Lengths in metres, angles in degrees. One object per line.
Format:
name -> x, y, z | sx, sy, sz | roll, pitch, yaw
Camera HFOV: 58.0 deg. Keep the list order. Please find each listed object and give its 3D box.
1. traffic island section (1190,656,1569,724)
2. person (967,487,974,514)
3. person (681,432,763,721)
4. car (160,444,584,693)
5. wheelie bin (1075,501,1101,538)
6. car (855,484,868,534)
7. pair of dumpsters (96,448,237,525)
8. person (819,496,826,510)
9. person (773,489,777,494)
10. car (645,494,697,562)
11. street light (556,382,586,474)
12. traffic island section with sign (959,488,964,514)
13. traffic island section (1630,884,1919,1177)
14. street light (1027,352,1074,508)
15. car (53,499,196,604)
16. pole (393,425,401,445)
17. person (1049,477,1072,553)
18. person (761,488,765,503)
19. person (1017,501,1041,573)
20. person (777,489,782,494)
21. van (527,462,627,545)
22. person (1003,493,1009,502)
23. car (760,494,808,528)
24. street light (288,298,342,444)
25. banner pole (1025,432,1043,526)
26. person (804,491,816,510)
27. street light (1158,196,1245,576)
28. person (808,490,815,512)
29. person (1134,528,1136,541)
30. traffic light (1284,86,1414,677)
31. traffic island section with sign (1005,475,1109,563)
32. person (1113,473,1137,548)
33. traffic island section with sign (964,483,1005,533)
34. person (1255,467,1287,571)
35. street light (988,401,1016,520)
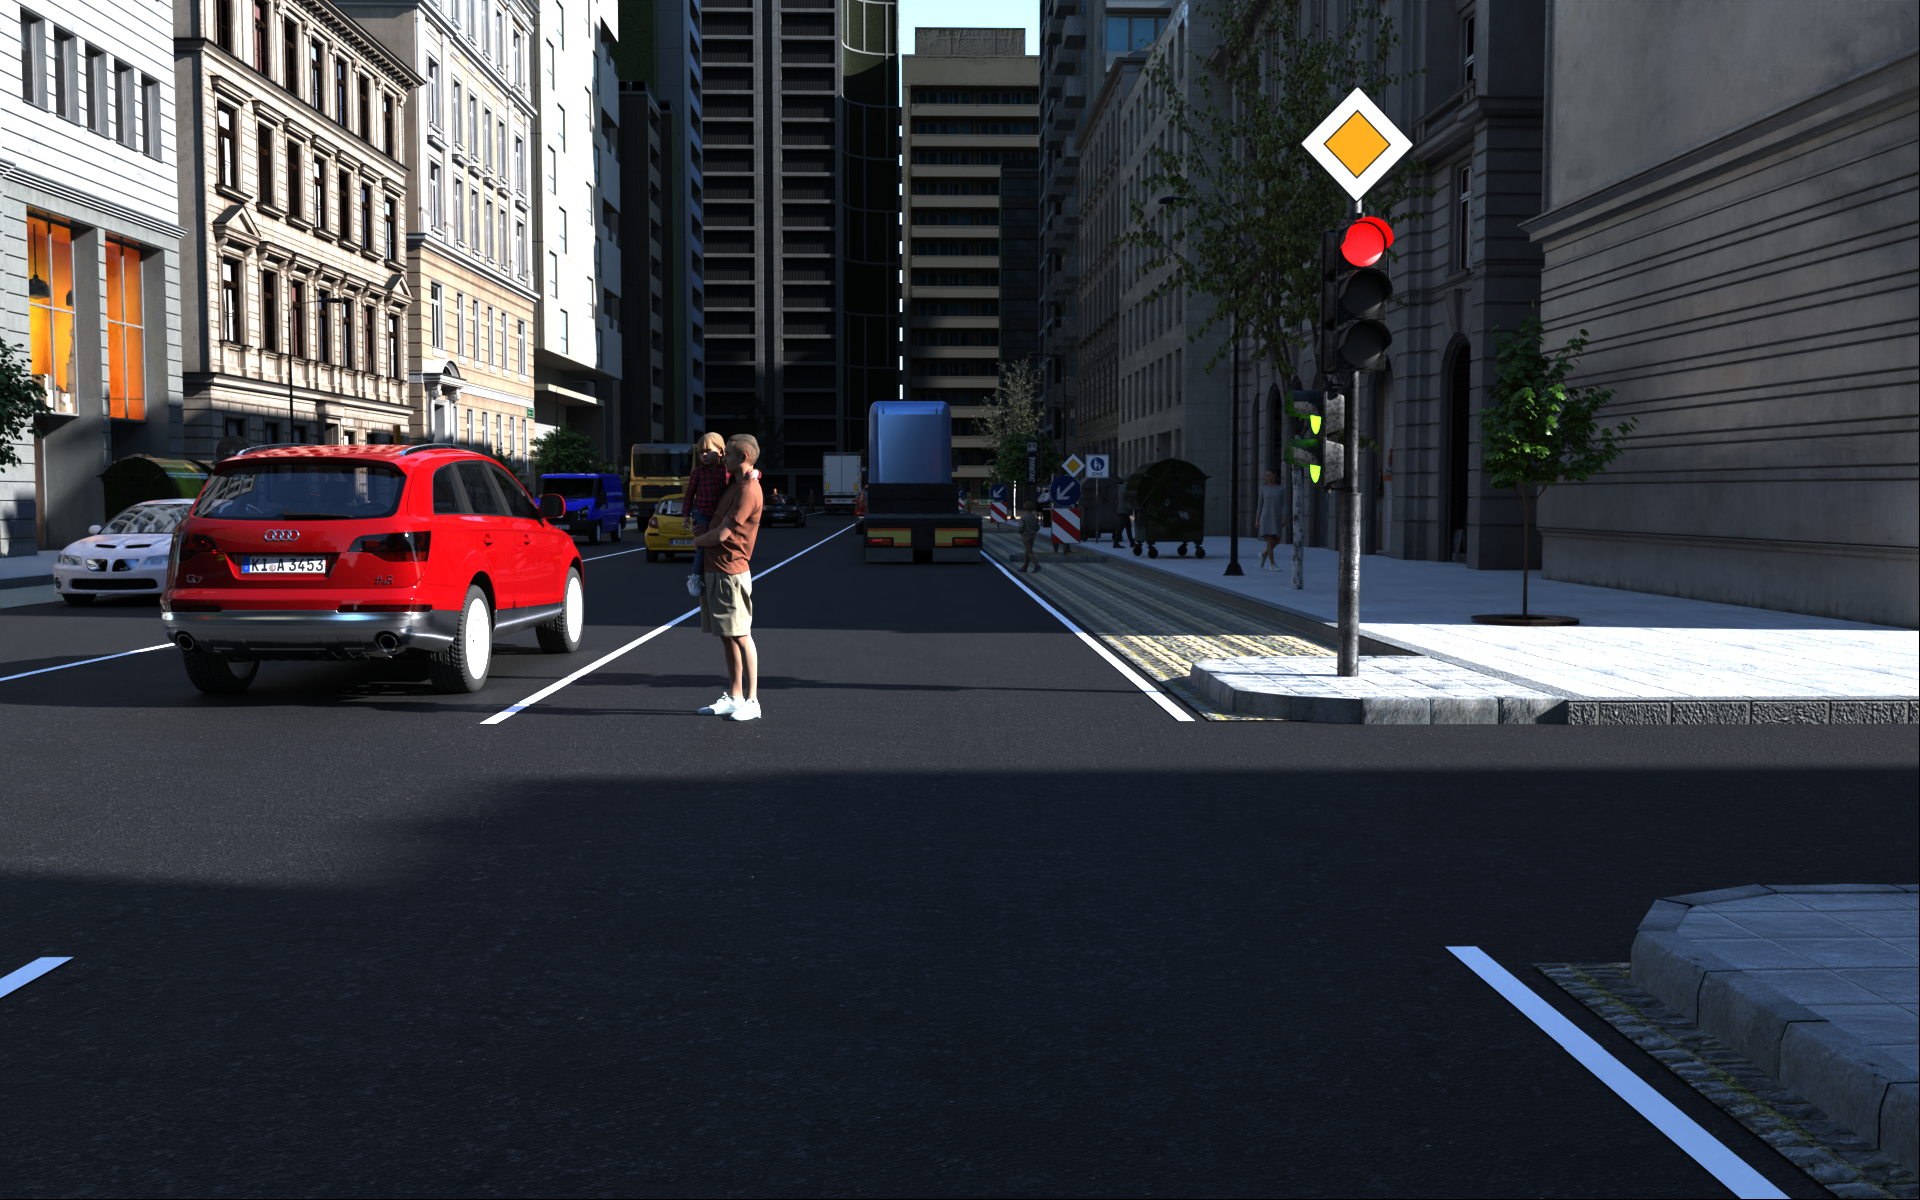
traffic island section -> 2.757, 0.615, 12.219 | 2.009, 0.180, 2.903 | 0, 4, -2
person -> 0.585, -5.787, 103.122 | 0.705, 1.824, 1.348 | -1, 4, -11
person -> -1.503, -0.165, 11.167 | 0.580, 1.828, 0.573 | 1, 4, 17
car -> -4.482, -0.326, 14.011 | 2.281, 1.827, 5.304 | 0, 3, 0
wheelie bin -> 3.762, -2.608, 50.555 | 0.693, 1.594, 0.980 | -3, 5, -41
car -> -2.725, -3.337, 63.229 | 2.281, 1.827, 5.304 | 0, 4, 0
pair of dumpsters -> -15.723, -1.985, 34.949 | 1.574, 2.255, 4.437 | 0, 4, -1
person -> -11.852, -8.784, 152.832 | 1.217, 1.743, 0.721 | 1, 4, 18
person -> -10.418, -5.380, 97.185 | 1.217, 1.743, 0.721 | 1, 4, 13
car -> -5.784, -1.690, 37.854 | 2.015, 1.641, 3.980 | 0, 4, -1
street light -> -16.125, -6.062, 71.656 | 1.470, 5.913, 1.316 | 0, 4, -2
traffic island section with sign -> -0.162, -6.475, 114.502 | 1.989, 1.847, 2.006 | 0, 4, -2
traffic island section -> 2.985, 1.104, 4.237 | 2.009, 0.180, 2.903 | 0, 4, -2
street light -> 2.898, -5.153, 56.785 | 1.470, 5.913, 1.316 | 0, 4, -2
car -> -10.843, -0.723, 24.177 | 2.083, 1.381, 4.827 | 0, 4, -3
pole -> -16.657, -3.515, 51.313 | 0.158, 3.312, 0.155 | 0, 3, 0
person -> 2.455, -2.024, 41.392 | 0.655, 1.846, 0.447 | -2, 4, -23
person -> -9.479, -4.454, 81.715 | 0.661, 1.777, 0.834 | 3, 5, 44
person -> 1.234, -1.137, 31.357 | 0.640, 1.303, 0.475 | 3, 5, 43
person -> -10.452, -5.639, 101.411 | 0.721, 1.735, 1.217 | -1, 4, -10
van -> -11.075, -2.803, 50.214 | 2.240, 2.365, 5.245 | 0, 4, -1
person -> 3.413, -7.759, 132.888 | 0.705, 1.826, 1.348 | -3, 4, -36
car -> -7.641, -3.982, 74.885 | 2.009, 1.686, 4.222 | 0, 4, 0
street light -> -15.319, -4.194, 41.112 | 1.470, 5.913, 1.316 | 0, 4, -2
banner pole -> 3.064, -4.887, 69.915 | 0.863, 3.779, 0.401 | 1, 4, 12
person -> -13.334, -8.838, 153.725 | 1.217, 1.735, 0.721 | 2, 4, 33
street light -> 3.786, -3.341, 27.164 | 1.470, 5.913, 1.316 | 0, 4, -2
person -> -11.572, -7.672, 134.496 | 0.434, 1.755, 0.990 | 2, 4, 32
person -> 5.024, -2.513, 47.385 | 0.529, 1.795, 0.600 | 2, 4, 30
traffic light -> 2.717, -1.418, 12.104 | 0.839, 4.253, 0.868 | 0, 4, -2
traffic island section with sign -> 2.069, -1.724, 36.808 | 1.989, 1.847, 2.006 | 0, 4, -2
person -> 3.999, -2.122, 41.141 | 0.834, 1.777, 0.661 | -2, 4, -24
traffic island section with sign -> 1.278, -3.382, 63.917 | 1.989, 1.847, 2.006 | 0, 4, -2
person -> 5.178, -1.358, 28.991 | 0.466, 1.731, 0.760 | -2, 4, -24
street light -> 2.101, -6.964, 86.409 | 1.470, 5.913, 1.316 | 0, 4, -2
